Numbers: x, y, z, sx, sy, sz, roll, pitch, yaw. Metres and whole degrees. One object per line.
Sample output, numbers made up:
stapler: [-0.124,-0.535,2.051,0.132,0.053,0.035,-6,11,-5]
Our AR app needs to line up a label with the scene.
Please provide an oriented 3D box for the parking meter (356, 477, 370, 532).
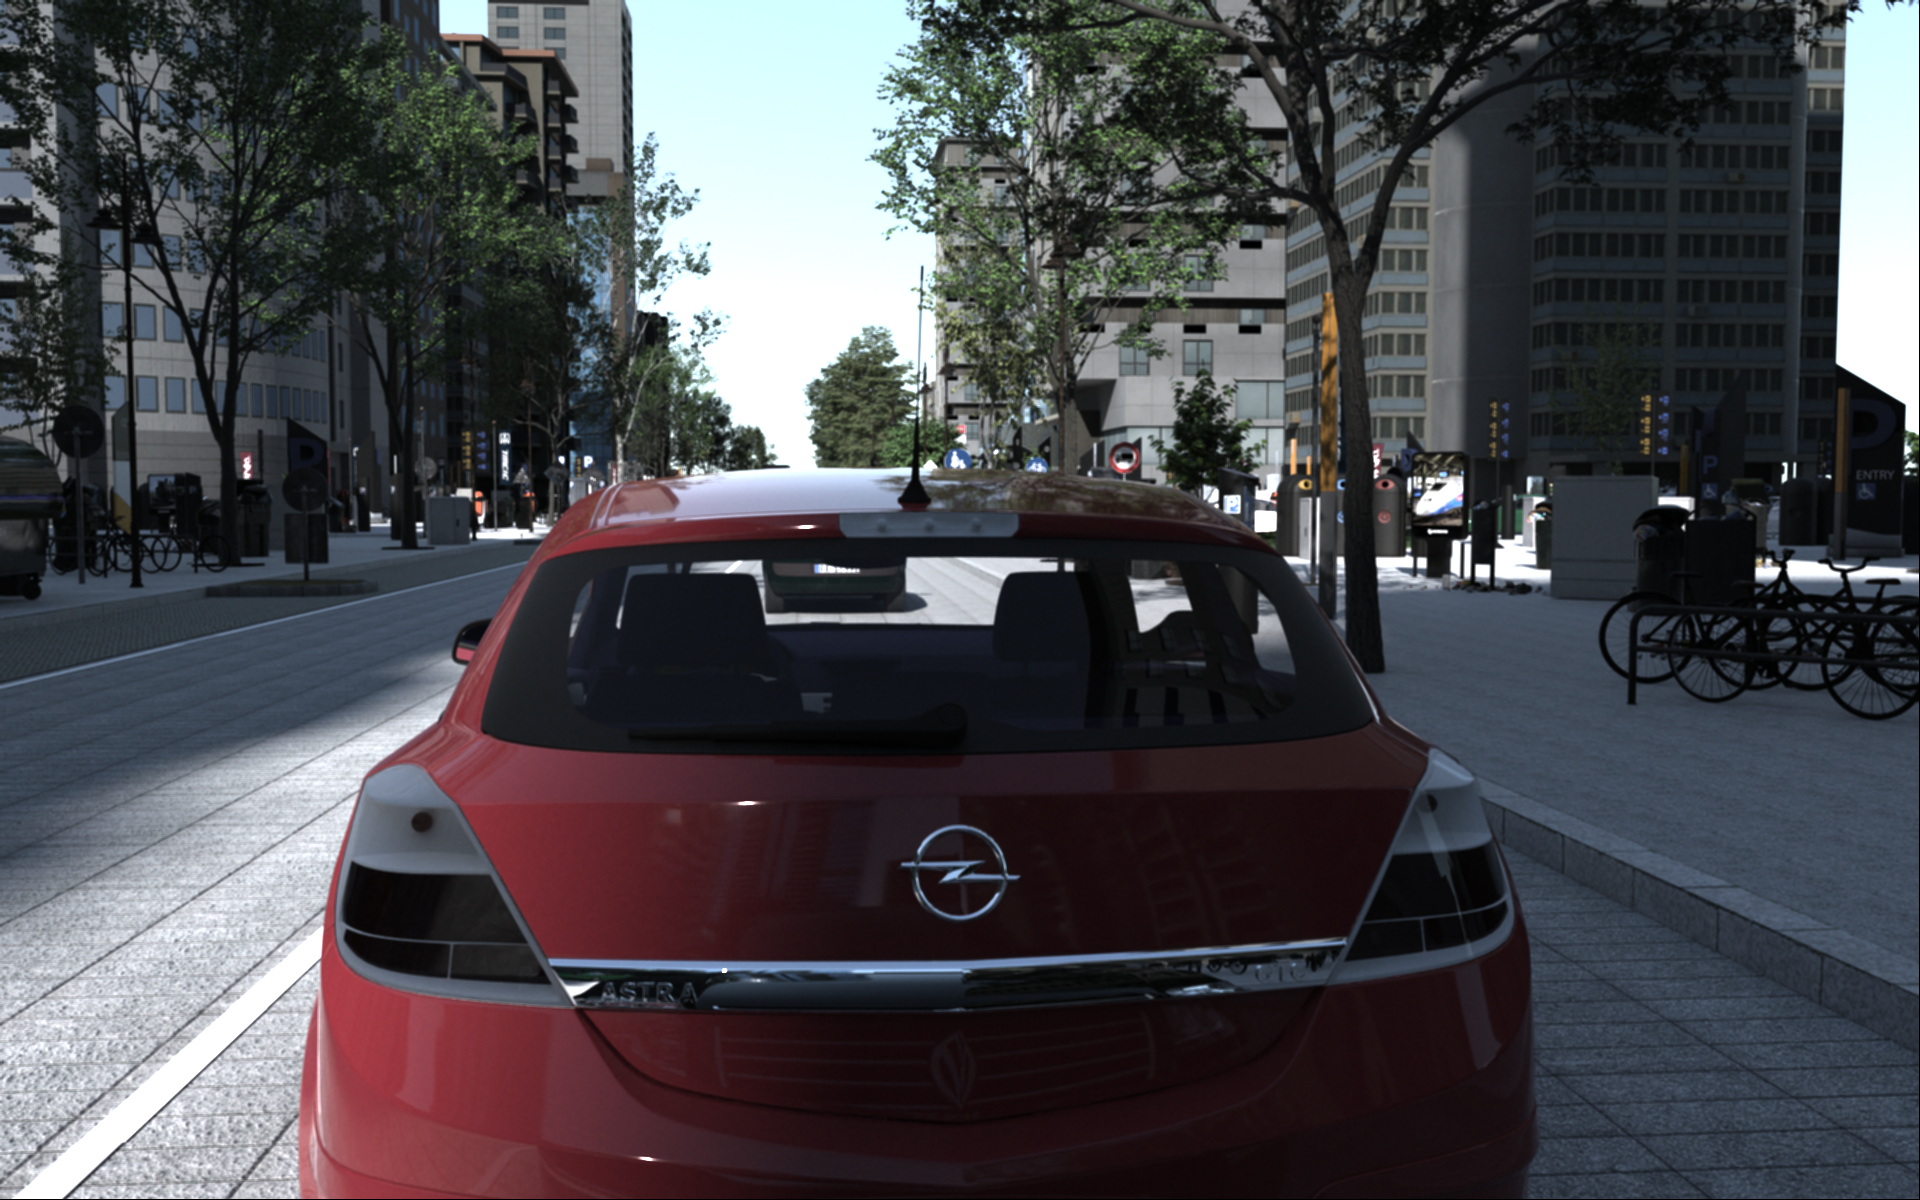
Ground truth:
parking meter: [-20.251,-3.245,58.770,0.399,1.863,0.255,0,4,-3]

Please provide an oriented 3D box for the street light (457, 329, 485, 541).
street light: [-13.424,-4.581,47.692,0.468,5.910,1.993,0,4,-5]

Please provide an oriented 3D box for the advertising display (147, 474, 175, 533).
advertising display: [-25.925,-3.130,56.397,0.974,1.923,0.123,0,4,0]

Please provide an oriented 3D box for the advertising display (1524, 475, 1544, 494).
advertising display: [19.916,-3.358,60.116,0.974,1.923,0.123,-2,4,-35]

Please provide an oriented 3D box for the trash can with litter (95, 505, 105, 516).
trash can with litter: [-20.077,-1.730,39.679,0.624,1.170,1.055,0,4,-7]

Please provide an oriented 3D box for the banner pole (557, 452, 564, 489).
banner pole: [-23.797,-6.909,102.972,0.401,3.779,0.863,2,4,28]

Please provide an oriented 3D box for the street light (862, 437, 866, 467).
street light: [-7.281,-9.753,132.246,0.468,5.910,1.993,0,4,-5]

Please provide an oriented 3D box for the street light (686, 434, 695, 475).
street light: [-20.811,-9.914,134.873,0.468,5.910,1.993,0,4,-5]

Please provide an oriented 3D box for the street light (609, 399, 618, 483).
street light: [-16.327,-6.688,82.139,0.468,5.910,1.993,0,4,-5]

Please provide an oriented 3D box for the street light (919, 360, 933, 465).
street light: [-1.211,-5.324,59.841,0.468,5.910,1.993,0,4,-5]

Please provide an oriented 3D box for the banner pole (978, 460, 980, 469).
banner pole: [1.622,-8.427,127.790,0.863,3.779,0.401,1,4,20]

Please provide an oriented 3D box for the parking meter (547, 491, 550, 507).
parking meter: [-30.454,-7.346,128.520,0.372,1.533,0.369,0,3,0]

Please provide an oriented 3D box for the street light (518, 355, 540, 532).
street light: [-14.357,-5.201,57.831,0.468,5.910,1.993,0,4,-5]

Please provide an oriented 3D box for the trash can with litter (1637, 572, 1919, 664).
trash can with litter: [6.389,-0.154,13.575,2.233,1.210,1.678,1,4,16]

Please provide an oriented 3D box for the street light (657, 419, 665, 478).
street light: [-18.337,-8.163,106.254,0.468,5.910,1.993,0,4,-5]

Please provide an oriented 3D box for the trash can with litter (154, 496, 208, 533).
trash can with litter: [-26.343,-2.903,58.515,1.678,1.210,2.233,-2,4,-28]

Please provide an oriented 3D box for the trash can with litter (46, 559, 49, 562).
trash can with litter: [-17.617,-1.289,32.133,2.233,1.210,1.678,2,4,24]

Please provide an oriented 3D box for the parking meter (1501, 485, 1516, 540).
parking meter: [15.404,-2.461,48.646,0.372,1.533,0.369,0,3,0]

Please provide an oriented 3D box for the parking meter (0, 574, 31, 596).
parking meter: [-11.986,-0.988,21.862,0.399,1.863,0.255,1,4,22]

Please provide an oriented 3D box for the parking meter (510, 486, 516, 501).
parking meter: [-30.890,-6.982,119.872,0.399,1.863,0.255,2,4,33]

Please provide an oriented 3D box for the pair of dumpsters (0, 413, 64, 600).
pair of dumpsters: [-11.483,-1.002,18.880,1.574,2.255,4.437,0,4,-5]

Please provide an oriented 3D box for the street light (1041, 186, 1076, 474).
street light: [1.549,-3.277,26.371,0.468,5.910,1.993,0,4,-5]

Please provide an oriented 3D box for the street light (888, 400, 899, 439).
street light: [-3.238,-6.794,83.863,0.468,5.910,1.993,0,4,-5]

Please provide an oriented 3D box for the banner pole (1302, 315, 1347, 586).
banner pole: [5.177,-2.106,24.442,0.863,3.779,0.401,-2,4,-32]

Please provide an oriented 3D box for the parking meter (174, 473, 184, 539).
parking meter: [-22.067,-2.650,49.034,0.255,1.863,0.399,-2,4,-29]

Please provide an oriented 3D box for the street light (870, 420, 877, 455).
street light: [-5.387,-8.283,108.213,0.468,5.910,1.993,0,4,-5]

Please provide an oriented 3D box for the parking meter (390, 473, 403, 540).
parking meter: [-15.706,-2.607,48.341,0.399,1.863,0.255,3,5,43]

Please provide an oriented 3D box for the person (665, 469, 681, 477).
person: [-4.107,-1.023,25.402,0.473,1.802,0.592,2,4,28]

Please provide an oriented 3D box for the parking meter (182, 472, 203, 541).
parking meter: [-20.737,-2.520,46.917,0.399,1.863,0.255,-1,4,-14]

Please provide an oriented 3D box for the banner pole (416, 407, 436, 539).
banner pole: [-15.377,-3.634,49.440,0.401,3.779,0.863,0,4,-2]

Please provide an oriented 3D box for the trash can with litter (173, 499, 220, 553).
trash can with litter: [-16.549,-1.606,37.645,1.055,1.170,0.624,-1,4,-10]

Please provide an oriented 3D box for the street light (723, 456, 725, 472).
street light: [-24.885,-12.852,182.915,0.468,5.910,1.993,0,4,-5]

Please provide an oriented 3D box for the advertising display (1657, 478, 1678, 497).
advertising display: [28.332,-3.942,69.662,0.974,1.923,0.123,0,4,4]

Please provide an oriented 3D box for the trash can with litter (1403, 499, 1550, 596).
trash can with litter: [6.992,-0.718,22.799,1.678,1.210,2.233,-1,4,-13]

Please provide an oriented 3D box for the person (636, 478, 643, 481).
person: [-7.040,-1.774,37.859,0.623,1.781,0.721,-2,4,-28]

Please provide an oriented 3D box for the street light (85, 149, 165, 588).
street light: [-11.340,-3.112,23.675,0.468,5.910,1.993,0,4,-5]

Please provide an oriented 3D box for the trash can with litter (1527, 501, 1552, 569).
trash can with litter: [10.098,-1.118,29.674,0.624,1.170,1.055,2,4,26]

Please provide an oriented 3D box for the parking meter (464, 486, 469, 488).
parking meter: [-32.951,-6.731,115.757,0.255,1.863,0.399,2,4,34]

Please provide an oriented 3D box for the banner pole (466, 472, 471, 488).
banner pole: [-21.672,-5.281,76.363,0.401,3.779,0.863,0,4,-1]

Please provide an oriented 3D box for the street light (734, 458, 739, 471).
street light: [-27.742,-14.935,216.973,0.468,5.910,1.993,0,4,-5]

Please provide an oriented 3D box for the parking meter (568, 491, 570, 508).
parking meter: [-21.236,-5.282,94.768,0.372,1.533,0.369,0,3,0]

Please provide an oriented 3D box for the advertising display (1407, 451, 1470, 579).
advertising display: [7.308,-1.296,26.399,0.123,1.923,0.974,-3,5,-39]

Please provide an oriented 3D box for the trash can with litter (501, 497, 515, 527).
trash can with litter: [-17.778,-3.452,67.835,0.624,1.170,1.055,1,4,8]

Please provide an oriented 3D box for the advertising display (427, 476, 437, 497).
advertising display: [-18.693,-3.424,61.195,0.123,1.923,0.974,0,4,3]

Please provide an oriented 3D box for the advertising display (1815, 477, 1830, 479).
advertising display: [33.095,-3.750,66.526,0.123,1.923,0.974,0,4,1]

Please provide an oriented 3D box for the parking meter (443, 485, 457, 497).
parking meter: [-14.109,-2.418,47.941,0.372,1.533,0.369,0,3,0]

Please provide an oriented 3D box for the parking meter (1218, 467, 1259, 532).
parking meter: [2.558,-0.460,15.924,0.372,1.533,0.369,0,3,0]

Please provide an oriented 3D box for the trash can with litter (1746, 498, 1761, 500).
trash can with litter: [13.606,-1.197,30.621,2.233,1.210,1.678,-1,4,-14]

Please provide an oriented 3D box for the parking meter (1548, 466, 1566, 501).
parking meter: [12.170,-1.812,35.339,0.255,1.863,0.399,2,4,33]

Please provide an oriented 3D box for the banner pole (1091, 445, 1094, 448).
banner pole: [7.022,-6.055,89.013,0.863,3.779,0.401,2,4,28]

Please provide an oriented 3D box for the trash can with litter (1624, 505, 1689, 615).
trash can with litter: [7.387,-0.440,18.581,0.624,1.170,1.055,0,4,3]

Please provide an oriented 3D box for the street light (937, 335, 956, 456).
street light: [-0.396,-4.747,50.400,0.468,5.910,1.993,0,4,-5]
